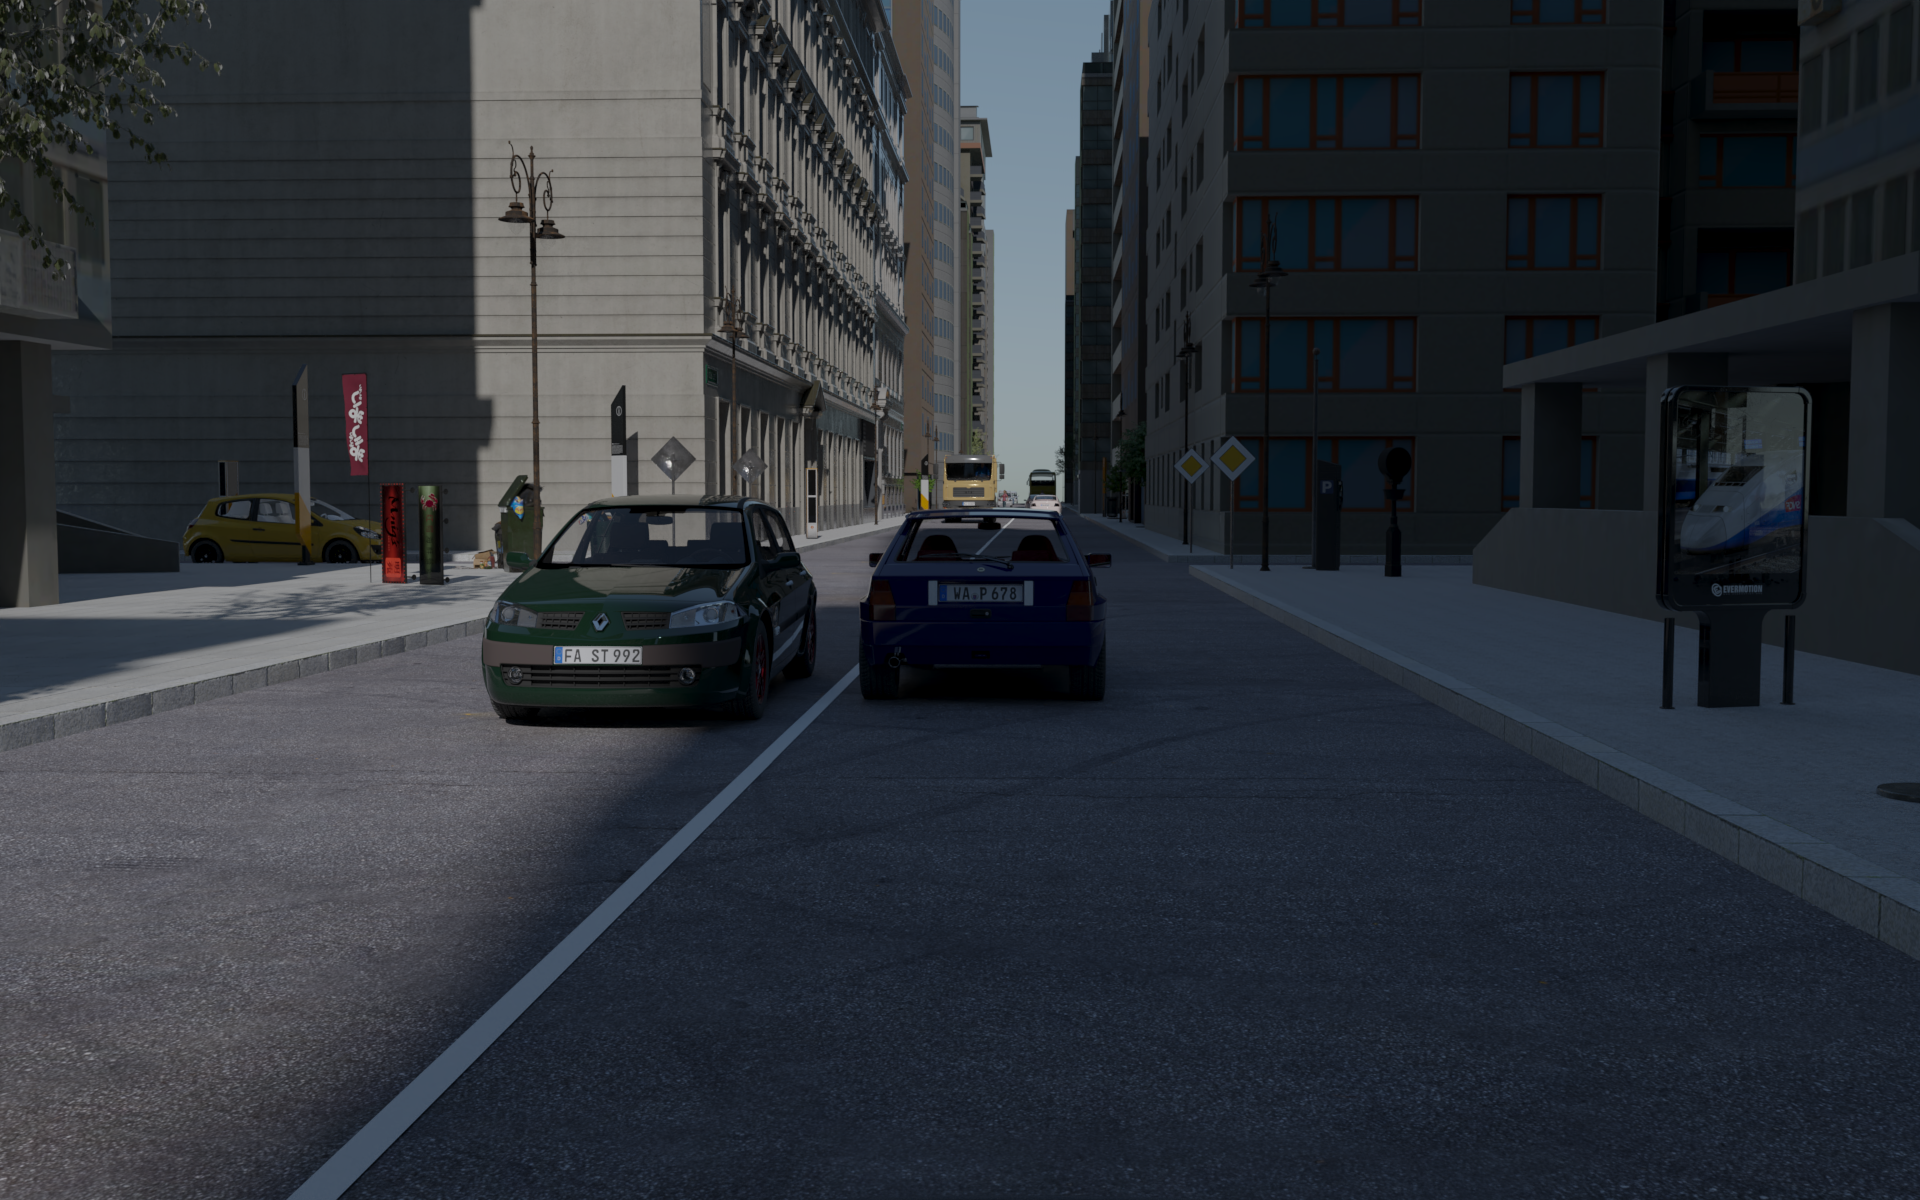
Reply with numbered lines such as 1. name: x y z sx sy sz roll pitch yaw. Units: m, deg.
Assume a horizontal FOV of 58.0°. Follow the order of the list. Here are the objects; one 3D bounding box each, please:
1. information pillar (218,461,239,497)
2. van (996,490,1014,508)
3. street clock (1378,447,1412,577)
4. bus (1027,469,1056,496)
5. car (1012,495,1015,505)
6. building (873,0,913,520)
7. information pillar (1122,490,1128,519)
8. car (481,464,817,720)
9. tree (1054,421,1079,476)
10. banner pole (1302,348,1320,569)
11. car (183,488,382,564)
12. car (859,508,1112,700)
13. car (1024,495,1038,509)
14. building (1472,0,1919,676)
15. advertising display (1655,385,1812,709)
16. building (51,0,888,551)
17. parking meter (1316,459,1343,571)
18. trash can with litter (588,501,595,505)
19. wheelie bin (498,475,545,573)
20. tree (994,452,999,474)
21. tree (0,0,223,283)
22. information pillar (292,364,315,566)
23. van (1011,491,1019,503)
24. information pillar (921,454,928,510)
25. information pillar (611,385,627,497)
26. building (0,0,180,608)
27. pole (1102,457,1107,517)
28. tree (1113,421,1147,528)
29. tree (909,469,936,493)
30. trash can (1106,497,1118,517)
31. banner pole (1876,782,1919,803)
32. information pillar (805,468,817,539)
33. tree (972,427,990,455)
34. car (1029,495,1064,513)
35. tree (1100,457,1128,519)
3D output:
1. information pillar: -16.076 -2.056 38.108 0.304 2.012 0.304 2 4 35
2. van: 4.794 -10.884 184.961 2.013 2.044 4.112 0 4 1
3. street clock: 6.723 -1.362 26.831 0.471 2.002 0.358 -1 4 -20
4. bus: 8.044 -10.931 170.266 2.896 3.916 12.252 0 4 2
5. car: 6.339 -13.360 230.445 2.014 1.417 4.499 0 4 1
6. building: -9.871 -18.712 91.852 13.634 28.700 20.117 0 4 3
7. information pillar: 8.656 -5.259 90.471 0.304 2.012 0.304 -3 4 -38
8. car: -2.055 -0.151 12.260 2.009 1.686 4.222 0 4 2
9. tree: 13.970 -16.091 197.502 7.601 10.594 8.767 3 5 41
10. banner pole: 6.132 -2.442 29.948 0.401 3.779 0.863 1 4 9
11. car: -12.644 -1.395 33.029 3.980 1.641 2.015 0 4 4
12. car: 0.219 -0.050 13.404 1.945 1.354 3.894 0 4 2
13. car: 6.041 -7.555 135.892 2.083 1.381 4.827 0 4 1
14. building: 23.124 -19.822 15.964 32.217 40.220 23.993 0 4 3
15. advertising display: 4.645 -0.318 10.411 0.974 1.923 0.123 -1 4 -15
16. building: -12.633 -17.335 59.845 17.030 29.872 44.131 0 4 3
17. parking meter: 6.195 -1.427 29.041 0.399 1.863 0.255 2 4 29
18. trash can with litter: -5.661 -1.033 28.274 0.624 1.170 1.055 2 4 31
19. wheelie bin: -7.207 -1.261 28.525 0.693 1.594 0.980 -2 4 -27
20. tree: 4.308 -19.724 272.845 4.360 8.622 3.978 0 3 0
21. tree: -6.835 -3.741 11.521 4.360 8.622 3.978 0 3 0
22. information pillar: -11.794 -2.428 31.045 0.183 3.616 0.504 0 4 3
23. van: 8.137 -15.940 267.637 2.013 2.044 4.112 0 4 2
24. information pillar: -2.037 -6.670 100.404 0.504 3.616 0.183 -3 5 -39
25. information pillar: -7.350 -2.815 37.380 0.183 3.616 0.504 -3 5 -44
26. building: -21.936 -19.684 13.707 23.993 40.220 32.217 0 4 3
27. pole: 8.046 -6.272 96.386 0.158 3.312 0.155 0 3 0
28. tree: 7.581 -5.076 66.711 4.285 4.588 4.351 0 3 0
29. tree: -2.188 -7.153 111.546 1.663 3.219 1.824 0 3 0
30. trash can: 8.368 -5.103 95.090 0.748 1.137 0.748 0 3 0
31. banner pole: 4.231 -1.040 7.027 0.401 3.779 0.863 -2 4 -32
32. information pillar: -4.246 -2.752 49.481 0.304 2.012 0.304 -1 4 -13
33. tree: 1.333 -14.715 190.955 4.737 8.622 4.395 0 3 0
34. car: 5.098 -5.499 102.268 2.083 1.381 4.827 0 4 5
35. tree: 7.937 -5.763 88.826 1.663 3.219 1.824 0 3 0
